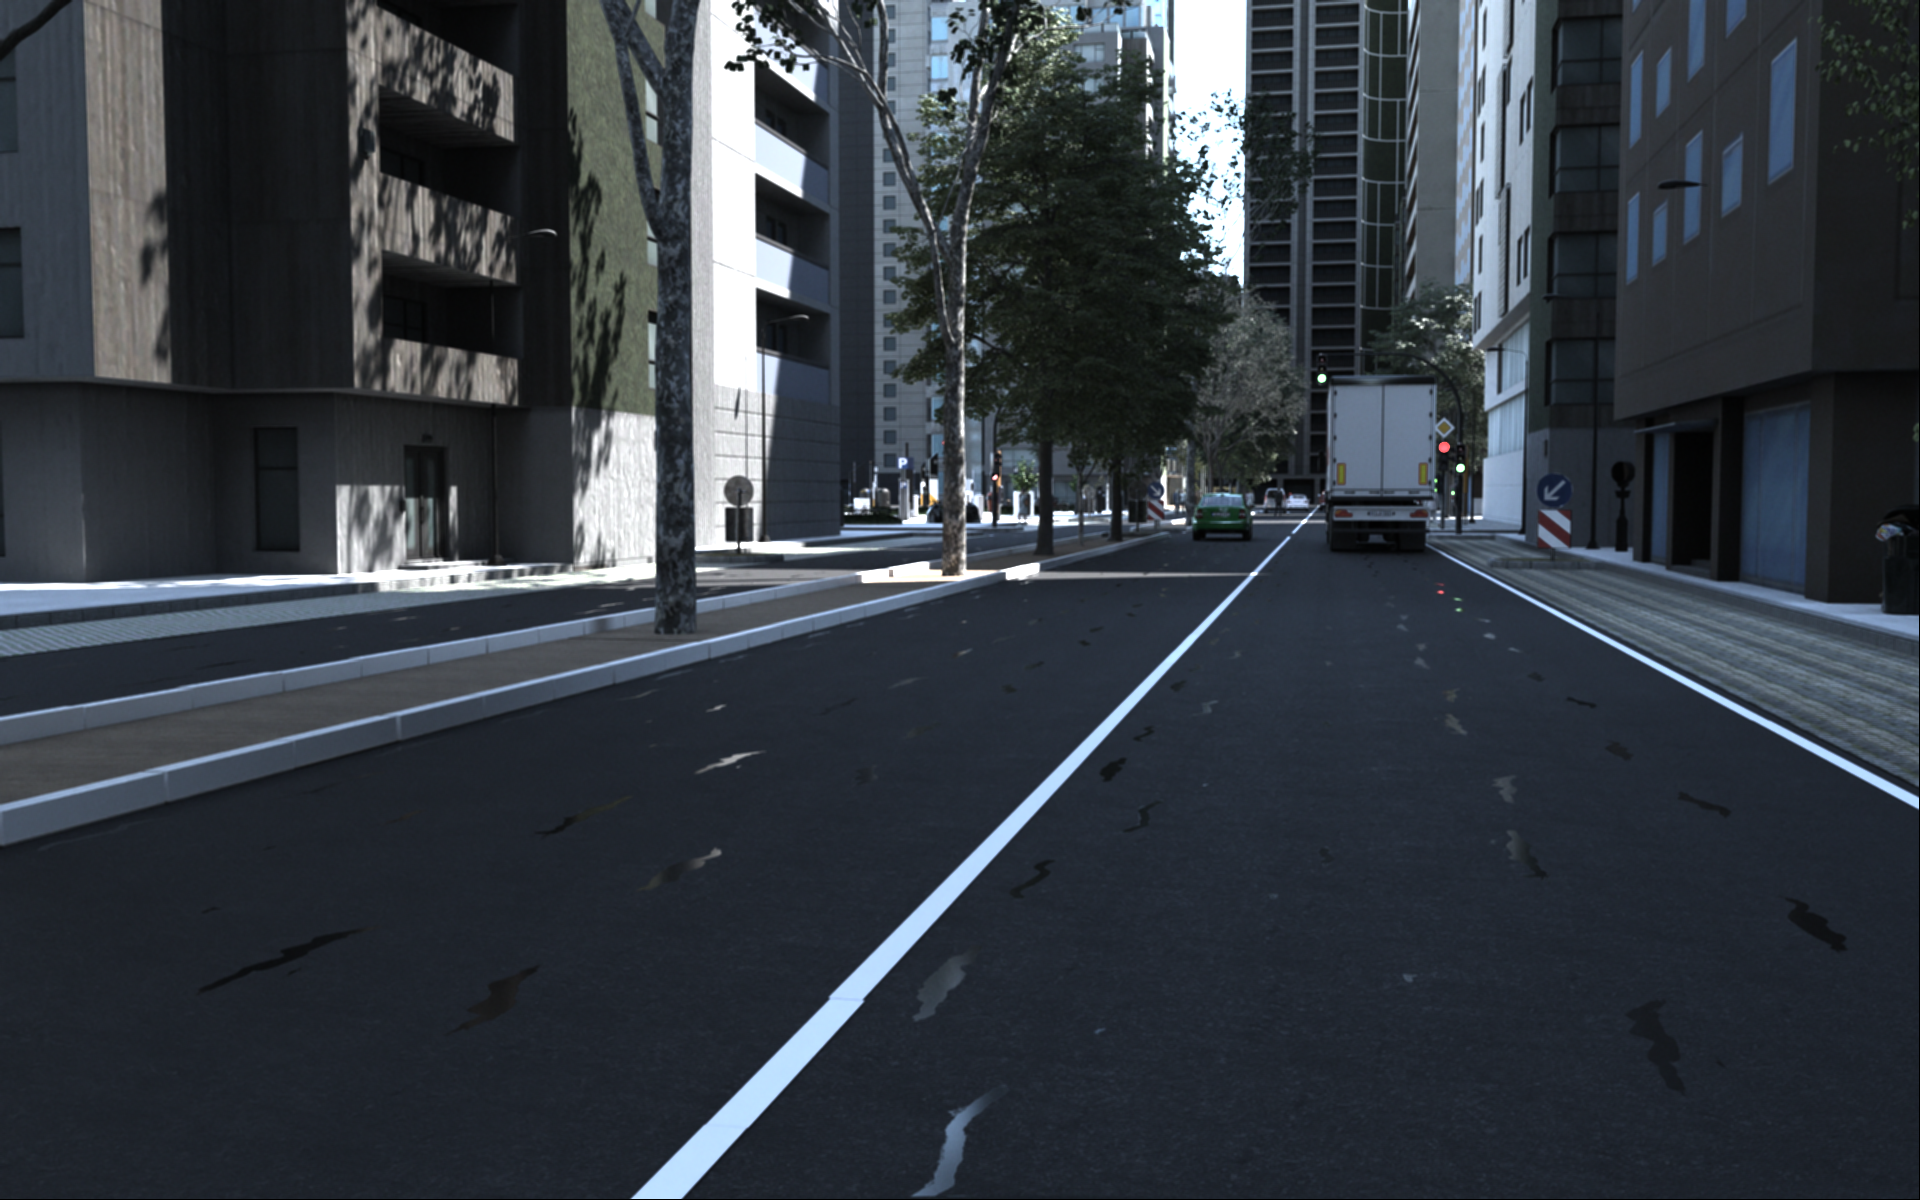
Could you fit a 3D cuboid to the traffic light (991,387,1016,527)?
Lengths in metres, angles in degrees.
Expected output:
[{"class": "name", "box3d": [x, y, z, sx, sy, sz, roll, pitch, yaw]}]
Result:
[{"class": "traffic light", "box3d": [3.412, -5.597, 66.175, 4.771, 5.953, 1.251, 1, 4, 12]}]

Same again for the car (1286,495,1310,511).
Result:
[{"class": "car", "box3d": [28.130, -8.068, 144.268, 2.083, 1.381, 4.827, 1, 4, 11]}]

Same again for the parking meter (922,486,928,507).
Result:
[{"class": "parking meter", "box3d": [-2.471, -7.109, 121.943, 0.255, 1.863, 0.399, -2, 4, -27]}]

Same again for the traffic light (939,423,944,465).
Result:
[{"class": "traffic light", "box3d": [-0.322, -4.272, 58.769, 0.839, 4.253, 0.868, 1, 4, 12]}]

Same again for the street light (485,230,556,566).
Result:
[{"class": "street light", "box3d": [-7.777, -3.557, 30.701, 1.470, 5.913, 1.316, 1, 4, 12]}]

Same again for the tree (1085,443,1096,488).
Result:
[{"class": "tree", "box3d": [10.339, -10.615, 123.911, 4.360, 8.622, 3.978, 0, 3, 0]}]

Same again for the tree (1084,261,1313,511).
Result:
[{"class": "tree", "box3d": [13.029, -10.803, 89.460, 12.009, 13.543, 11.850, 0, 3, 0]}]

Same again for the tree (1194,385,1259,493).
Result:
[{"class": "tree", "box3d": [16.962, -9.501, 108.154, 4.737, 8.622, 4.395, 0, 3, 0]}]

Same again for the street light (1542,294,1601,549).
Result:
[{"class": "street light", "box3d": [14.213, -4.142, 40.271, 1.470, 5.913, 1.316, 1, 4, 12]}]

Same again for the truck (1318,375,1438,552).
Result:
[{"class": "truck", "box3d": [11.086, -3.520, 46.466, 2.839, 4.237, 11.283, 1, 4, 11]}]

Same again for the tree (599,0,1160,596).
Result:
[{"class": "tree", "box3d": [-1.115, -10.536, 30.608, 12.611, 20.169, 13.585, 0, 3, 0]}]

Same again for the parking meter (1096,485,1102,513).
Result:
[{"class": "parking meter", "box3d": [9.227, -6.680, 114.922, 0.399, 1.863, 0.255, 0, 4, -8]}]

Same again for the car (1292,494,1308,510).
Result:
[{"class": "car", "box3d": [31.044, -9.018, 159.443, 2.014, 1.417, 4.499, 1, 4, 13]}]

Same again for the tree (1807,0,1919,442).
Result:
[{"class": "tree", "box3d": [9.763, -3.927, 14.563, 4.737, 8.622, 4.395, 0, 3, 0]}]

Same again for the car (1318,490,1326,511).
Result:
[{"class": "car", "box3d": [31.733, -8.522, 148.000, 2.281, 1.827, 5.304, 1, 4, 12]}]

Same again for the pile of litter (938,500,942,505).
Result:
[{"class": "pile of litter", "box3d": [-1.863, -7.686, 139.627, 1.176, 0.858, 1.719, -3, 5, -42]}]

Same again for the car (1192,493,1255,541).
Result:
[{"class": "car", "box3d": [8.349, -2.816, 54.846, 1.959, 1.807, 4.718, 1, 4, 11]}]

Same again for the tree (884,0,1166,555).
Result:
[{"class": "tree", "box3d": [1.969, -7.337, 40.541, 7.486, 12.596, 7.792, 0, 3, 0]}]

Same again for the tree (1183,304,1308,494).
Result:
[{"class": "tree", "box3d": [18.683, -12.635, 115.691, 9.857, 13.997, 8.962, 0, 3, 0]}]

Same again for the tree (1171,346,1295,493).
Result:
[{"class": "tree", "box3d": [15.523, -10.100, 102.003, 8.767, 10.594, 7.601, 1, 4, 12]}]

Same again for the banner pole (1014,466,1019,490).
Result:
[{"class": "banner pole", "box3d": [4.636, -8.988, 136.968, 0.863, 3.779, 0.401, 0, 4, -5]}]

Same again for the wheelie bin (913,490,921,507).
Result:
[{"class": "wheelie bin", "box3d": [-3.597, -7.860, 136.424, 0.980, 1.594, 0.693, 0, 4, -7]}]

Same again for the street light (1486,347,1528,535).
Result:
[{"class": "street light", "box3d": [17.348, -5.036, 54.880, 1.470, 5.913, 1.316, 1, 4, 12]}]

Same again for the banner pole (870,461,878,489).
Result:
[{"class": "banner pole", "box3d": [-6.632, -8.729, 132.737, 0.863, 3.779, 0.401, 1, 4, 13]}]

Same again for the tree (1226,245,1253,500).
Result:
[{"class": "tree", "box3d": [4.713, -8.077, 52.635, 7.486, 12.596, 7.792, 0, 3, 0]}]

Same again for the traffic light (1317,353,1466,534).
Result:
[{"class": "traffic light", "box3d": [13.863, -4.951, 55.620, 4.771, 5.953, 1.251, 1, 4, 12]}]

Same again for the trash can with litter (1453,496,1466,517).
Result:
[{"class": "trash can with litter", "box3d": [27.947, -5.218, 96.701, 0.624, 1.170, 1.055, -1, 4, -17]}]

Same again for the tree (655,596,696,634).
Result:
[{"class": "tree", "box3d": [-3.925, -9.779, 18.234, 12.611, 20.169, 13.585, 0, 3, 0]}]

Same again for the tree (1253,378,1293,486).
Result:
[{"class": "tree", "box3d": [20.283, -12.462, 124.345, 7.486, 12.596, 7.792, 0, 3, 0]}]

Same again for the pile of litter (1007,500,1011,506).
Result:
[{"class": "pile of litter", "box3d": [3.860, -7.469, 136.075, 1.719, 0.858, 1.176, 0, 4, 1]}]

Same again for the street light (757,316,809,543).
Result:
[{"class": "street light", "box3d": [-4.620, -4.450, 45.306, 1.470, 5.913, 1.316, 1, 4, 12]}]

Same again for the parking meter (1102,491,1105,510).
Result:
[{"class": "parking meter", "box3d": [11.197, -7.783, 135.657, 0.372, 1.533, 0.369, 0, 3, 0]}]

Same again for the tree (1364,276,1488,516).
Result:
[{"class": "tree", "box3d": [28.066, -11.772, 99.121, 9.857, 13.997, 8.962, 0, 3, 0]}]

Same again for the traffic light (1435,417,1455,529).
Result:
[{"class": "traffic light", "box3d": [17.597, -4.539, 63.133, 0.839, 4.253, 0.868, 1, 4, 12]}]

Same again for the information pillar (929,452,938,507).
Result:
[{"class": "information pillar", "box3d": [-1.449, -6.411, 96.175, 0.504, 3.616, 0.183, -1, 4, -23]}]

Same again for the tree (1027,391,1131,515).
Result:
[{"class": "tree", "box3d": [7.568, -10.591, 107.582, 7.601, 10.594, 8.767, 1, 4, 9]}]

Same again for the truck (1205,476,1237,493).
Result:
[{"class": "truck", "box3d": [24.404, -9.973, 158.976, 3.469, 3.379, 9.791, 1, 4, 11]}]

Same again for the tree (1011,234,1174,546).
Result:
[{"class": "tree", "box3d": [3.286, -5.743, 46.720, 4.737, 8.622, 4.395, 0, 3, 0]}]

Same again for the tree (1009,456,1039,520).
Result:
[{"class": "tree", "box3d": [3.107, -5.649, 86.967, 1.663, 3.219, 1.824, 0, 3, 0]}]

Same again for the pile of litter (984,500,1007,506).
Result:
[{"class": "pile of litter", "box3d": [2.374, -7.201, 131.704, 1.719, 0.858, 1.176, -1, 4, -15]}]

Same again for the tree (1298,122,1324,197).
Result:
[{"class": "tree", "box3d": [9.055, -13.330, 76.292, 12.611, 20.169, 13.585, 0, 3, 0]}]

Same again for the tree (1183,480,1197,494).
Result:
[{"class": "tree", "box3d": [25.437, -12.156, 193.350, 1.663, 3.219, 1.824, 0, 3, 0]}]

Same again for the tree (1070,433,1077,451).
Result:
[{"class": "tree", "box3d": [12.600, -13.583, 132.452, 12.009, 13.543, 11.850, 0, 3, 0]}]

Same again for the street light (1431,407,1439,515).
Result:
[{"class": "street light", "box3d": [25.151, -7.258, 91.207, 1.470, 5.913, 1.316, 1, 4, 12]}]

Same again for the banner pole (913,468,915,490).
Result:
[{"class": "banner pole", "box3d": [-4.118, -9.411, 143.881, 0.863, 3.779, 0.401, 1, 4, 14]}]

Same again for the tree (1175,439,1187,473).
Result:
[{"class": "tree", "box3d": [25.077, -14.503, 187.485, 4.737, 8.622, 4.395, 0, 3, 0]}]

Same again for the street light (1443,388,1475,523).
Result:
[{"class": "street light", "box3d": [21.998, -6.337, 76.154, 1.470, 5.913, 1.316, 1, 4, 12]}]

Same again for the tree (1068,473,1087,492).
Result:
[{"class": "tree", "box3d": [9.698, -8.928, 140.574, 1.663, 3.219, 1.824, 0, 3, 0]}]

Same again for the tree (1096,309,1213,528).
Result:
[{"class": "tree", "box3d": [7.581, -6.924, 66.022, 4.360, 8.622, 3.978, 0, 3, 0]}]

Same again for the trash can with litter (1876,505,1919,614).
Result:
[{"class": "trash can with litter", "box3d": [10.157, -0.450, 18.740, 0.624, 1.170, 1.055, 1, 4, 18]}]

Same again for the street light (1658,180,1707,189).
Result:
[{"class": "street light", "box3d": [11.016, -3.250, 25.674, 1.470, 5.913, 1.316, 1, 4, 12]}]

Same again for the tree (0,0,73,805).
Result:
[{"class": "tree", "box3d": [-4.732, -4.823, 7.063, 9.928, 11.665, 9.643, 0, 3, 0]}]

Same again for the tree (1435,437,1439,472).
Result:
[{"class": "tree", "box3d": [35.209, -11.063, 131.242, 4.360, 8.622, 3.978, 0, 3, 0]}]

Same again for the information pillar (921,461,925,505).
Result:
[{"class": "information pillar", "box3d": [-2.648, -8.098, 123.763, 0.183, 3.616, 0.504, 2, 4, 30]}]
